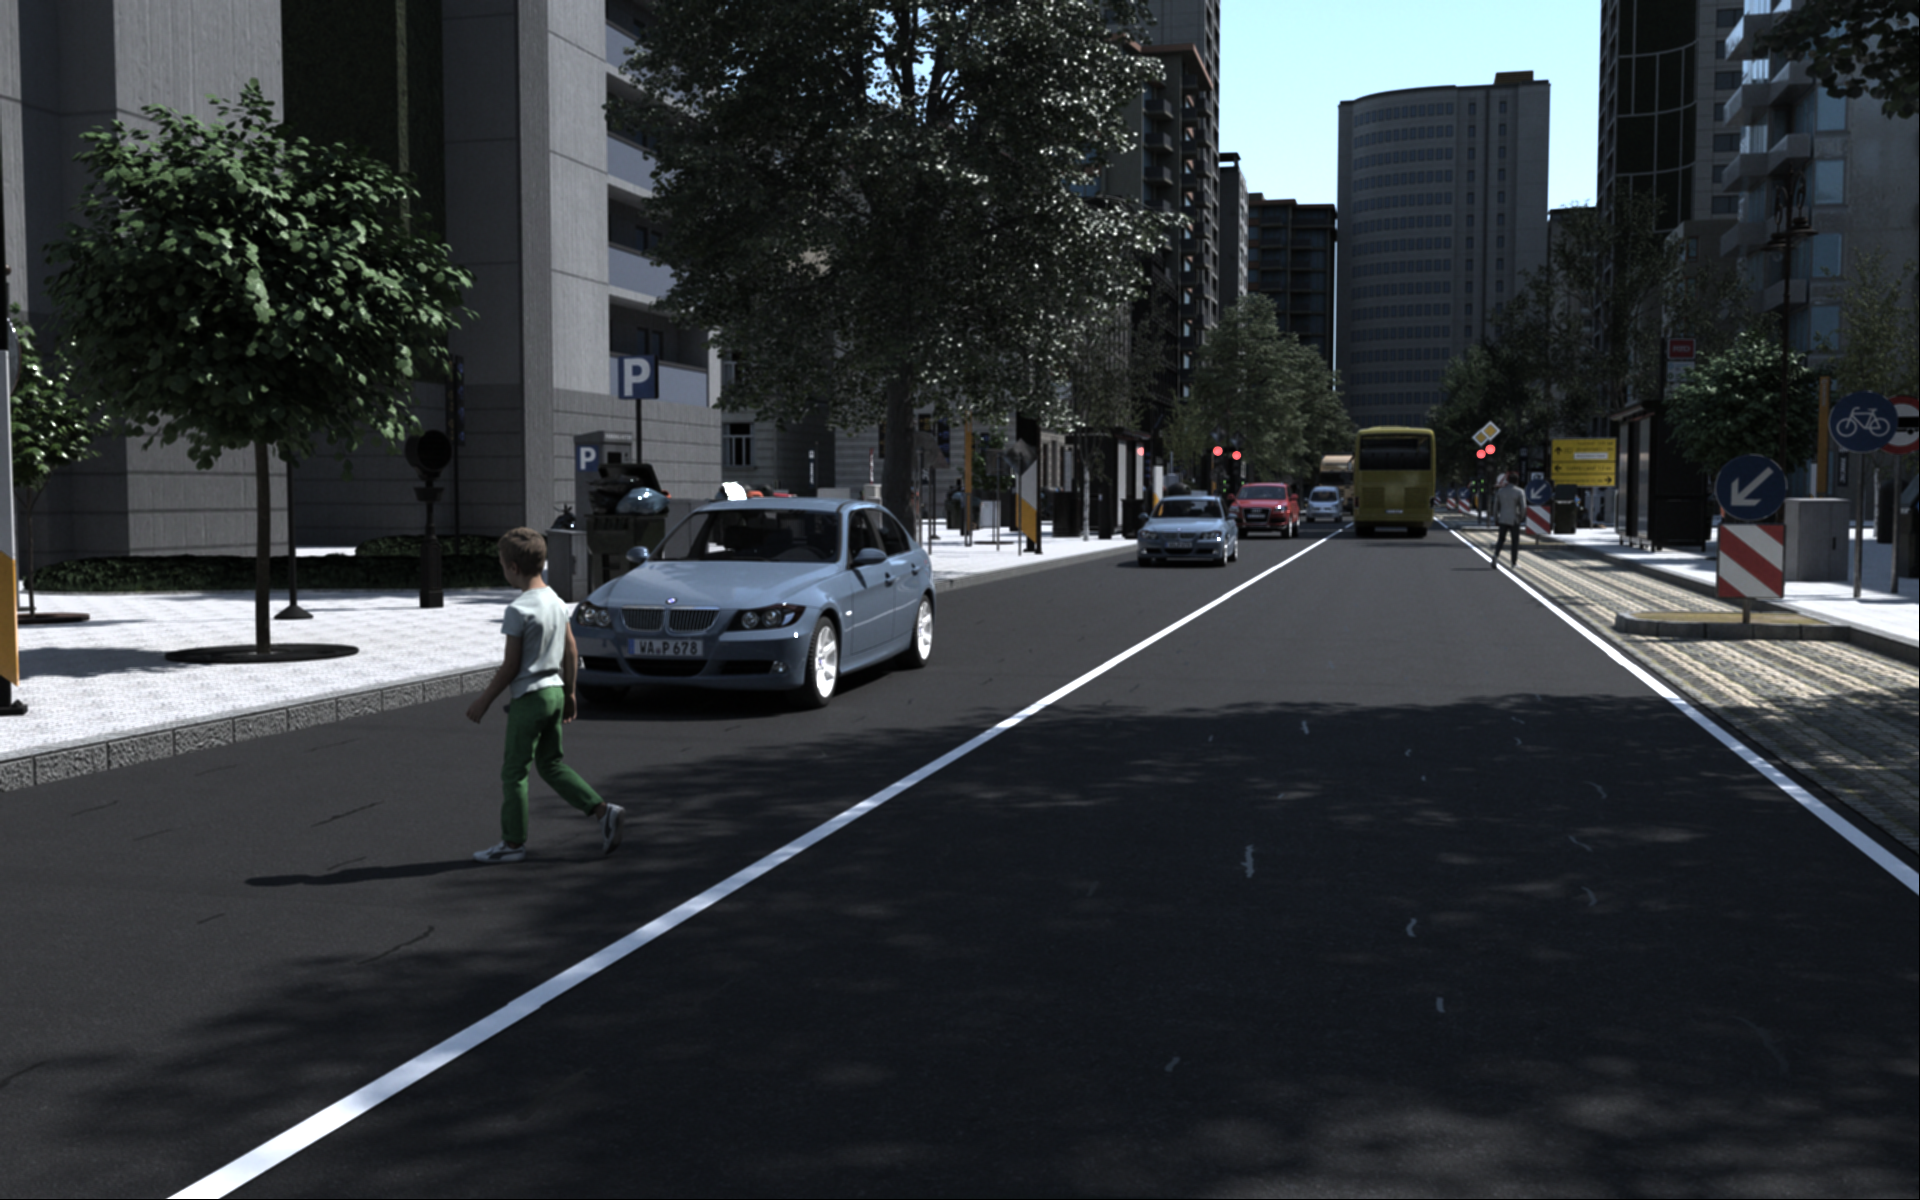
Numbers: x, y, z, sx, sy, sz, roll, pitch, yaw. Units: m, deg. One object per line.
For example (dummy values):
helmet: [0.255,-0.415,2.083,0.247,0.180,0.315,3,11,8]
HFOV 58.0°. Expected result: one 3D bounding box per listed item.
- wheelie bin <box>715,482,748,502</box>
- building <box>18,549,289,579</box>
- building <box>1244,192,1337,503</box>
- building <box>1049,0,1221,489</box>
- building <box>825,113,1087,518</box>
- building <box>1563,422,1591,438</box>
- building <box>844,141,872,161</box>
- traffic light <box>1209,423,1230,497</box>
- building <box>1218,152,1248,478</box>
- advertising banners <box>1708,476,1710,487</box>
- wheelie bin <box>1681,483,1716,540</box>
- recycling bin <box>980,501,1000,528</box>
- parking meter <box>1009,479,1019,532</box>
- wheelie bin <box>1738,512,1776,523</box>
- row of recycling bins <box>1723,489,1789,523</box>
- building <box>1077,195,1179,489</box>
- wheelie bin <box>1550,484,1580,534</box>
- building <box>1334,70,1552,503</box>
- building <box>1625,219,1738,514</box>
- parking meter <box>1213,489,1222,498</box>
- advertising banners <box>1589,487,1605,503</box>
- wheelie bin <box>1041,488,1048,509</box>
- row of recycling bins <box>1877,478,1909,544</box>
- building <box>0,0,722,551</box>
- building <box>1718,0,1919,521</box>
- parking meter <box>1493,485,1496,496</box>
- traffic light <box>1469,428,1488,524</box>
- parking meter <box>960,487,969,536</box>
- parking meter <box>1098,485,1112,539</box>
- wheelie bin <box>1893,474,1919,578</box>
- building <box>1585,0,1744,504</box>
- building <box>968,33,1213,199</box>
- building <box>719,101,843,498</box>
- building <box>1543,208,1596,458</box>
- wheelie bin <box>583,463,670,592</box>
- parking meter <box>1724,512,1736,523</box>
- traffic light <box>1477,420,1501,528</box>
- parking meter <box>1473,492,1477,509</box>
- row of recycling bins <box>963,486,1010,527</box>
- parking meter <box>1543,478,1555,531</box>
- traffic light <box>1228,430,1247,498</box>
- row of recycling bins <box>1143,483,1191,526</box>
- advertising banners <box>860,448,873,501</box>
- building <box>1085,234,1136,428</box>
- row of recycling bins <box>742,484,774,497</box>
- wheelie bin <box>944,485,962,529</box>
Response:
wheelie bin: [-6.239,-2.397,47.102,0.980,1.594,0.693,-3,5,-42]
building: [-25.188,-29.072,17.332,21.231,58.520,28.212,1,4,14]
building: [40.489,-36.706,254.768,28.867,44.769,22.147,1,4,14]
building: [20.141,-46.083,191.716,20.563,71.187,20.611,1,4,14]
building: [0.577,-16.187,100.821,11.583,22.565,21.152,1,4,14]
building: [78.068,-53.460,186.743,22.319,86.520,31.000,1,4,14]
building: [-8.281,-34.225,214.209,28.867,44.769,22.147,1,4,14]
traffic light: [10.266,-4.879,68.698,0.839,4.253,0.868,1,4,14]
building: [27.444,-32.198,210.035,14.086,41.232,14.154,1,4,14]
advertising banners: [60.008,-8.649,137.606,2.074,3.025,0.090,0,4,-3]
wheelie bin: [20.457,-2.446,47.895,0.980,1.594,0.693,-2,4,-31]
recycling bin: [1.068,-3.231,65.380,0.722,1.027,0.722,-1,4,-17]
parking meter: [1.897,-3.264,59.073,0.399,1.863,0.255,1,4,10]
wheelie bin: [17.072,-1.789,37.161,0.980,1.594,0.693,-3,5,-42]
row of recycling bins: [34.427,-4.148,74.938,1.069,1.692,3.534,-1,4,-15]
building: [10.212,-18.827,137.501,12.332,23.373,15.834,1,4,14]
wheelie bin: [19.462,-2.922,55.688,0.980,1.594,0.693,2,4,32]
building: [68.043,-43.114,246.915,28.212,58.520,21.231,1,4,14]
building: [62.638,-16.836,120.310,27.650,21.520,28.899,1,4,14]
parking meter: [11.675,-4.290,78.545,0.372,1.533,0.369,0,3,0]
advertising banners: [37.940,-6.423,101.210,2.074,3.025,0.090,2,4,26]
wheelie bin: [3.912,-4.714,84.988,0.693,1.594,0.980,-2,4,-23]
row of recycling bins: [25.126,-2.255,43.984,1.069,1.692,3.534,-3,4,-36]
building: [-22.316,-31.250,52.929,28.212,58.520,21.231,1,4,14]
building: [55.716,-28.698,88.828,30.456,49.044,23.786,1,4,14]
parking meter: [34.120,-6.433,110.893,0.255,1.863,0.399,2,4,28]
traffic light: [22.191,-5.199,73.917,0.839,4.253,0.868,1,4,14]
parking meter: [0.194,-2.744,53.268,0.372,1.533,0.369,0,3,0]
parking meter: [4.140,-2.507,49.400,0.372,1.533,0.369,0,3,0]
wheelie bin: [14.782,-1.142,26.586,0.693,1.594,0.980,0,4,7]
building: [69.507,-44.315,162.809,20.563,71.187,20.611,1,4,14]
building: [12.615,-31.458,168.955,22.147,44.769,28.867,1,4,14]
building: [-21.948,-16.572,104.240,30.059,22.955,16.112,1,4,14]
building: [88.064,-33.967,238.951,14.086,41.232,14.154,1,4,14]
wheelie bin: [-3.426,-0.609,17.871,0.980,1.594,0.693,1,4,22]
parking meter: [26.278,-3.097,59.047,0.372,1.533,0.369,0,3,0]
traffic light: [20.212,-4.725,66.180,0.839,4.253,0.868,1,4,14]
parking meter: [43.049,-8.348,144.900,0.372,1.533,0.369,0,3,0]
row of recycling bins: [1.115,-3.762,68.622,1.069,1.692,3.534,-2,4,-31]
parking meter: [20.765,-3.385,61.061,0.399,1.863,0.255,2,4,26]
traffic light: [12.244,-5.353,76.435,0.839,4.253,0.868,1,4,14]
row of recycling bins: [6.649,-3.347,61.841,3.534,1.692,1.069,-2,4,-27]
advertising banners: [-3.485,-4.212,65.059,0.090,3.025,2.074,1,4,11]
building: [6.056,-16.613,120.772,9.793,20.994,18.267,1,4,14]
row of recycling bins: [-9.396,-3.950,71.703,3.534,1.692,1.069,1,4,12]
wheelie bin: [-0.144,-3.373,63.061,0.693,1.594,0.980,-3,5,-40]
